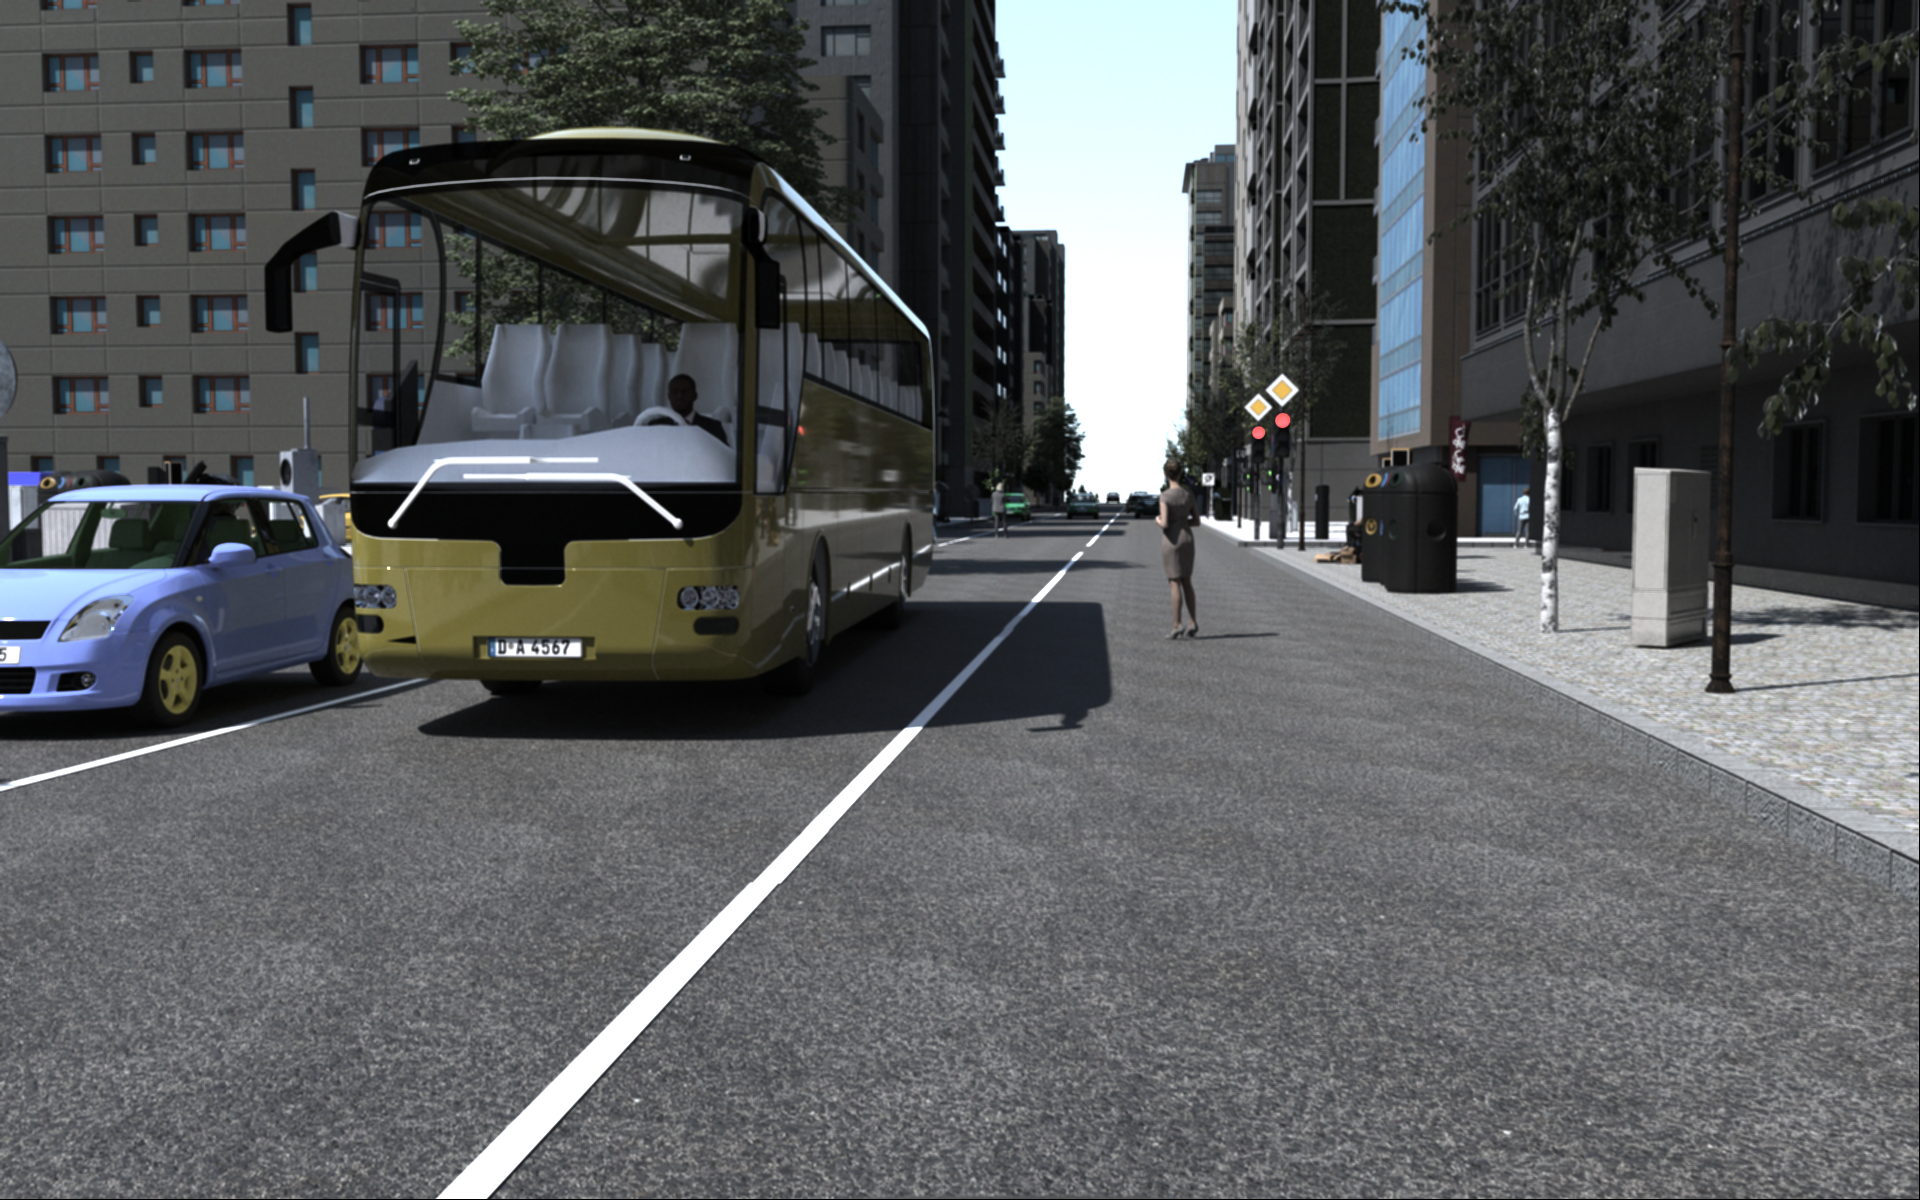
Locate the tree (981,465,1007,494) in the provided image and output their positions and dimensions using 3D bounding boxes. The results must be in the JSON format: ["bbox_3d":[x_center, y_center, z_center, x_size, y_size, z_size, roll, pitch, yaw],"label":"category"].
[{"bbox_3d":[2.480,-7.389,115.416,1.663,3.219,1.824,0,3,0],"label":"tree"}]

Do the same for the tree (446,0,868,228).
[{"bbox_3d":[-5.396,-6.916,31.198,7.486,12.596,7.792,0,3,0],"label":"tree"}]

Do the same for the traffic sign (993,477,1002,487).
[{"bbox_3d":[2.289,-6.343,105.838,0.606,2.300,0.079,0,4,8],"label":"traffic sign"}]

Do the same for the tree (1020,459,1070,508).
[{"bbox_3d":[7.228,-10.887,161.709,4.285,4.588,4.351,0,3,0],"label":"tree"}]

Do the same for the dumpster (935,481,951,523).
[{"bbox_3d":[-1.110,-4.318,76.360,1.264,1.857,1.865,0,4,6],"label":"dumpster"}]

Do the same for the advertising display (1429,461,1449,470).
[{"bbox_3d":[9.547,-1.804,34.710,0.123,1.923,0.974,0,4,-4],"label":"advertising display"}]

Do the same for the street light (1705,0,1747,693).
[{"bbox_3d":[4.928,-2.340,11.050,0.468,5.910,1.993,0,4,6],"label":"street light"}]

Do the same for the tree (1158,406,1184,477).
[{"bbox_3d":[17.783,-10.976,129.828,4.737,8.622,4.395,0,3,0],"label":"tree"}]

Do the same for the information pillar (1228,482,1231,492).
[{"bbox_3d":[16.343,-6.135,104.799,0.304,2.012,0.304,0,4,8],"label":"information pillar"}]

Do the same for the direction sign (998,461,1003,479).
[{"bbox_3d":[2.749,-7.728,118.343,0.379,3.537,0.876,1,4,22],"label":"direction sign"}]

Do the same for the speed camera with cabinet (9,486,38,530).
[{"bbox_3d":[-18.976,-2.402,33.601,2.038,3.252,0.660,0,4,5],"label":"speed camera with cabinet"}]

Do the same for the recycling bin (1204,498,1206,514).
[{"bbox_3d":[15.592,-6.110,112.452,0.722,1.027,0.722,-1,4,-11],"label":"recycling bin"}]

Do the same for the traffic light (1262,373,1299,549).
[{"bbox_3d":[7.465,-3.145,40.347,0.839,4.253,0.868,0,4,6],"label":"traffic light"}]

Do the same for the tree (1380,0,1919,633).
[{"bbox_3d":[5.712,-4.007,15.869,4.360,8.622,3.978,0,3,0],"label":"tree"}]

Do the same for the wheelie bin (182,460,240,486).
[{"bbox_3d":[-7.218,-0.528,16.540,0.693,1.594,0.980,-1,4,-21],"label":"wheelie bin"}]

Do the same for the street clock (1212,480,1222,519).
[{"bbox_3d":[12.950,-5.065,87.376,0.471,2.002,0.358,2,4,27],"label":"street clock"}]

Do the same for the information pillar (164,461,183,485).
[{"bbox_3d":[-17.778,-2.124,39.215,0.304,2.012,0.304,-3,5,-45],"label":"information pillar"}]

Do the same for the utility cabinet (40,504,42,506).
[{"bbox_3d":[-7.301,-0.213,14.640,1.020,1.237,0.306,2,4,27],"label":"utility cabinet"}]

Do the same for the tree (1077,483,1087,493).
[{"bbox_3d":[19.891,-17.500,280.730,1.663,3.219,1.824,0,3,0],"label":"tree"}]

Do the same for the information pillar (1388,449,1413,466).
[{"bbox_3d":[7.156,-1.444,28.105,0.304,2.012,0.304,2,4,25],"label":"information pillar"}]

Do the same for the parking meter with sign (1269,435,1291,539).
[{"bbox_3d":[9.200,-3.287,49.997,0.543,3.016,1.738,1,4,14],"label":"parking meter with sign"}]

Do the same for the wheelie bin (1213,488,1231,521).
[{"bbox_3d":[12.615,-4.607,83.230,0.980,1.594,0.693,-1,4,-23],"label":"wheelie bin"}]

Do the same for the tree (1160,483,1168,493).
[{"bbox_3d":[25.519,-13.145,209.516,1.663,3.219,1.824,0,3,0],"label":"tree"}]

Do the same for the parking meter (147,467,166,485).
[{"bbox_3d":[-17.322,-1.937,37.385,0.255,1.863,0.399,0,4,-5],"label":"parking meter"}]

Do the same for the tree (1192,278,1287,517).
[{"bbox_3d":[10.715,-6.526,57.058,4.360,8.622,3.978,0,3,0],"label":"tree"}]

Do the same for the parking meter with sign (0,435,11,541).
[{"bbox_3d":[-11.637,-1.481,20.481,0.543,3.016,1.738,1,4,13],"label":"parking meter with sign"}]

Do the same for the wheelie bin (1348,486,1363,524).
[{"bbox_3d":[15.807,-3.737,69.007,0.693,1.594,0.980,1,4,9],"label":"wheelie bin"}]

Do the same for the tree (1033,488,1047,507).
[{"bbox_3d":[8.439,-11.269,178.850,1.663,3.219,1.824,0,3,0],"label":"tree"}]

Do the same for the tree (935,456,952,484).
[{"bbox_3d":[-1.374,-5.653,87.023,1.663,3.219,1.824,0,3,0],"label":"tree"}]

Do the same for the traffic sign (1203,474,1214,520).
[{"bbox_3d":[12.304,-5.118,85.810,0.606,2.300,0.079,1,4,12],"label":"traffic sign"}]

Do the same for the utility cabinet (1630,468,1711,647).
[{"bbox_3d":[6.090,-0.374,14.791,0.318,1.500,1.173,3,4,39],"label":"utility cabinet"}]

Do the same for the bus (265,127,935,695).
[{"bbox_3d":[-2.005,-1.473,15.627,2.896,3.916,12.252,0,4,4],"label":"bus"}]

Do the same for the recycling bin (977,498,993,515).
[{"bbox_3d":[1.492,-5.631,104.629,0.722,1.027,0.722,3,4,36],"label":"recycling bin"}]

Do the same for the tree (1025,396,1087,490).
[{"bbox_3d":[11.411,-17.269,200.477,7.486,12.596,7.792,0,3,0],"label":"tree"}]

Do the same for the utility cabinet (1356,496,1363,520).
[{"bbox_3d":[12.337,-2.502,52.076,0.306,1.237,1.020,-1,4,-22],"label":"utility cabinet"}]

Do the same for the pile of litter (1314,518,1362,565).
[{"bbox_3d":[7.182,-1.117,32.233,1.176,0.858,1.719,0,4,4],"label":"pile of litter"}]

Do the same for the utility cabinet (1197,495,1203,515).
[{"bbox_3d":[14.780,-5.840,106.651,0.306,1.237,1.020,1,4,14],"label":"utility cabinet"}]

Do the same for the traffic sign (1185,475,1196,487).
[{"bbox_3d":[15.413,-7.081,115.879,0.768,2.556,0.104,0,4,7],"label":"traffic sign"}]

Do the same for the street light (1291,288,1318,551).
[{"bbox_3d":[7.749,-4.055,39.095,0.468,5.910,1.993,0,4,6],"label":"street light"}]

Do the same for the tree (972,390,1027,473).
[{"bbox_3d":[2.585,-10.468,121.514,4.360,8.622,3.978,0,3,0],"label":"tree"}]

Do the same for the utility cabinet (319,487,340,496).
[{"bbox_3d":[-18.871,-2.586,50.967,1.173,1.500,0.318,-3,5,-41],"label":"utility cabinet"}]

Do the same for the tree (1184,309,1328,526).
[{"bbox_3d":[12.279,-7.287,69.504,4.737,8.622,4.395,0,3,0],"label":"tree"}]

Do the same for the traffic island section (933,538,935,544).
[{"bbox_3d":[-1.820,-1.661,49.442,2.009,0.180,2.903,0,4,6],"label":"traffic island section"}]

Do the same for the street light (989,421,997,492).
[{"bbox_3d":[2.099,-8.226,107.277,0.468,5.910,1.993,0,4,6],"label":"street light"}]

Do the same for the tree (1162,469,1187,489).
[{"bbox_3d":[23.679,-12.591,189.581,4.285,4.588,4.351,0,3,0],"label":"tree"}]

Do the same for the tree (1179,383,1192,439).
[{"bbox_3d":[14.633,-9.082,98.845,4.360,8.622,3.978,0,3,0],"label":"tree"}]

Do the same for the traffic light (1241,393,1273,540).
[{"bbox_3d":[8.279,-3.631,48.291,0.839,4.253,0.868,0,4,6],"label":"traffic light"}]

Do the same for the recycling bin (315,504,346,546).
[{"bbox_3d":[-15.659,-1.843,42.686,0.722,1.027,0.722,2,4,26],"label":"recycling bin"}]

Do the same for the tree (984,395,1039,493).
[{"bbox_3d":[3.785,-10.952,129.432,4.737,8.622,4.395,0,3,0],"label":"tree"}]

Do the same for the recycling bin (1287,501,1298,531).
[{"bbox_3d":[11.312,-2.902,60.000,0.722,1.027,0.722,0,4,4],"label":"recycling bin"}]

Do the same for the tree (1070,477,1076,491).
[{"bbox_3d":[13.162,-14.526,221.214,4.285,4.588,4.351,0,3,0],"label":"tree"}]

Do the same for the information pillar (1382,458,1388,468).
[{"bbox_3d":[8.823,-1.895,35.480,0.304,2.012,0.304,2,4,26],"label":"information pillar"}]

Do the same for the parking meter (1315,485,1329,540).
[{"bbox_3d":[10.202,-2.469,48.772,0.372,1.533,0.369,0,3,0],"label":"parking meter"}]

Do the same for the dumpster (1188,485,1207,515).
[{"bbox_3d":[14.834,-6.292,108.627,1.264,1.857,1.865,0,4,6],"label":"dumpster"}]

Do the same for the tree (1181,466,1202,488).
[{"bbox_3d":[16.093,-7.680,120.168,1.663,3.219,1.824,0,3,0],"label":"tree"}]

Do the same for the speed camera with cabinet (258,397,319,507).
[{"bbox_3d":[-13.975,-2.545,35.939,0.660,3.252,2.038,-3,5,-42],"label":"speed camera with cabinet"}]

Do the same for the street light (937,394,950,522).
[{"bbox_3d":[-0.774,-6.511,79.238,0.468,5.910,1.993,0,4,6],"label":"street light"}]

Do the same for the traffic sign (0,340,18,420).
[{"bbox_3d":[-7.651,-0.816,13.451,0.768,2.556,0.104,1,4,13],"label":"traffic sign"}]
